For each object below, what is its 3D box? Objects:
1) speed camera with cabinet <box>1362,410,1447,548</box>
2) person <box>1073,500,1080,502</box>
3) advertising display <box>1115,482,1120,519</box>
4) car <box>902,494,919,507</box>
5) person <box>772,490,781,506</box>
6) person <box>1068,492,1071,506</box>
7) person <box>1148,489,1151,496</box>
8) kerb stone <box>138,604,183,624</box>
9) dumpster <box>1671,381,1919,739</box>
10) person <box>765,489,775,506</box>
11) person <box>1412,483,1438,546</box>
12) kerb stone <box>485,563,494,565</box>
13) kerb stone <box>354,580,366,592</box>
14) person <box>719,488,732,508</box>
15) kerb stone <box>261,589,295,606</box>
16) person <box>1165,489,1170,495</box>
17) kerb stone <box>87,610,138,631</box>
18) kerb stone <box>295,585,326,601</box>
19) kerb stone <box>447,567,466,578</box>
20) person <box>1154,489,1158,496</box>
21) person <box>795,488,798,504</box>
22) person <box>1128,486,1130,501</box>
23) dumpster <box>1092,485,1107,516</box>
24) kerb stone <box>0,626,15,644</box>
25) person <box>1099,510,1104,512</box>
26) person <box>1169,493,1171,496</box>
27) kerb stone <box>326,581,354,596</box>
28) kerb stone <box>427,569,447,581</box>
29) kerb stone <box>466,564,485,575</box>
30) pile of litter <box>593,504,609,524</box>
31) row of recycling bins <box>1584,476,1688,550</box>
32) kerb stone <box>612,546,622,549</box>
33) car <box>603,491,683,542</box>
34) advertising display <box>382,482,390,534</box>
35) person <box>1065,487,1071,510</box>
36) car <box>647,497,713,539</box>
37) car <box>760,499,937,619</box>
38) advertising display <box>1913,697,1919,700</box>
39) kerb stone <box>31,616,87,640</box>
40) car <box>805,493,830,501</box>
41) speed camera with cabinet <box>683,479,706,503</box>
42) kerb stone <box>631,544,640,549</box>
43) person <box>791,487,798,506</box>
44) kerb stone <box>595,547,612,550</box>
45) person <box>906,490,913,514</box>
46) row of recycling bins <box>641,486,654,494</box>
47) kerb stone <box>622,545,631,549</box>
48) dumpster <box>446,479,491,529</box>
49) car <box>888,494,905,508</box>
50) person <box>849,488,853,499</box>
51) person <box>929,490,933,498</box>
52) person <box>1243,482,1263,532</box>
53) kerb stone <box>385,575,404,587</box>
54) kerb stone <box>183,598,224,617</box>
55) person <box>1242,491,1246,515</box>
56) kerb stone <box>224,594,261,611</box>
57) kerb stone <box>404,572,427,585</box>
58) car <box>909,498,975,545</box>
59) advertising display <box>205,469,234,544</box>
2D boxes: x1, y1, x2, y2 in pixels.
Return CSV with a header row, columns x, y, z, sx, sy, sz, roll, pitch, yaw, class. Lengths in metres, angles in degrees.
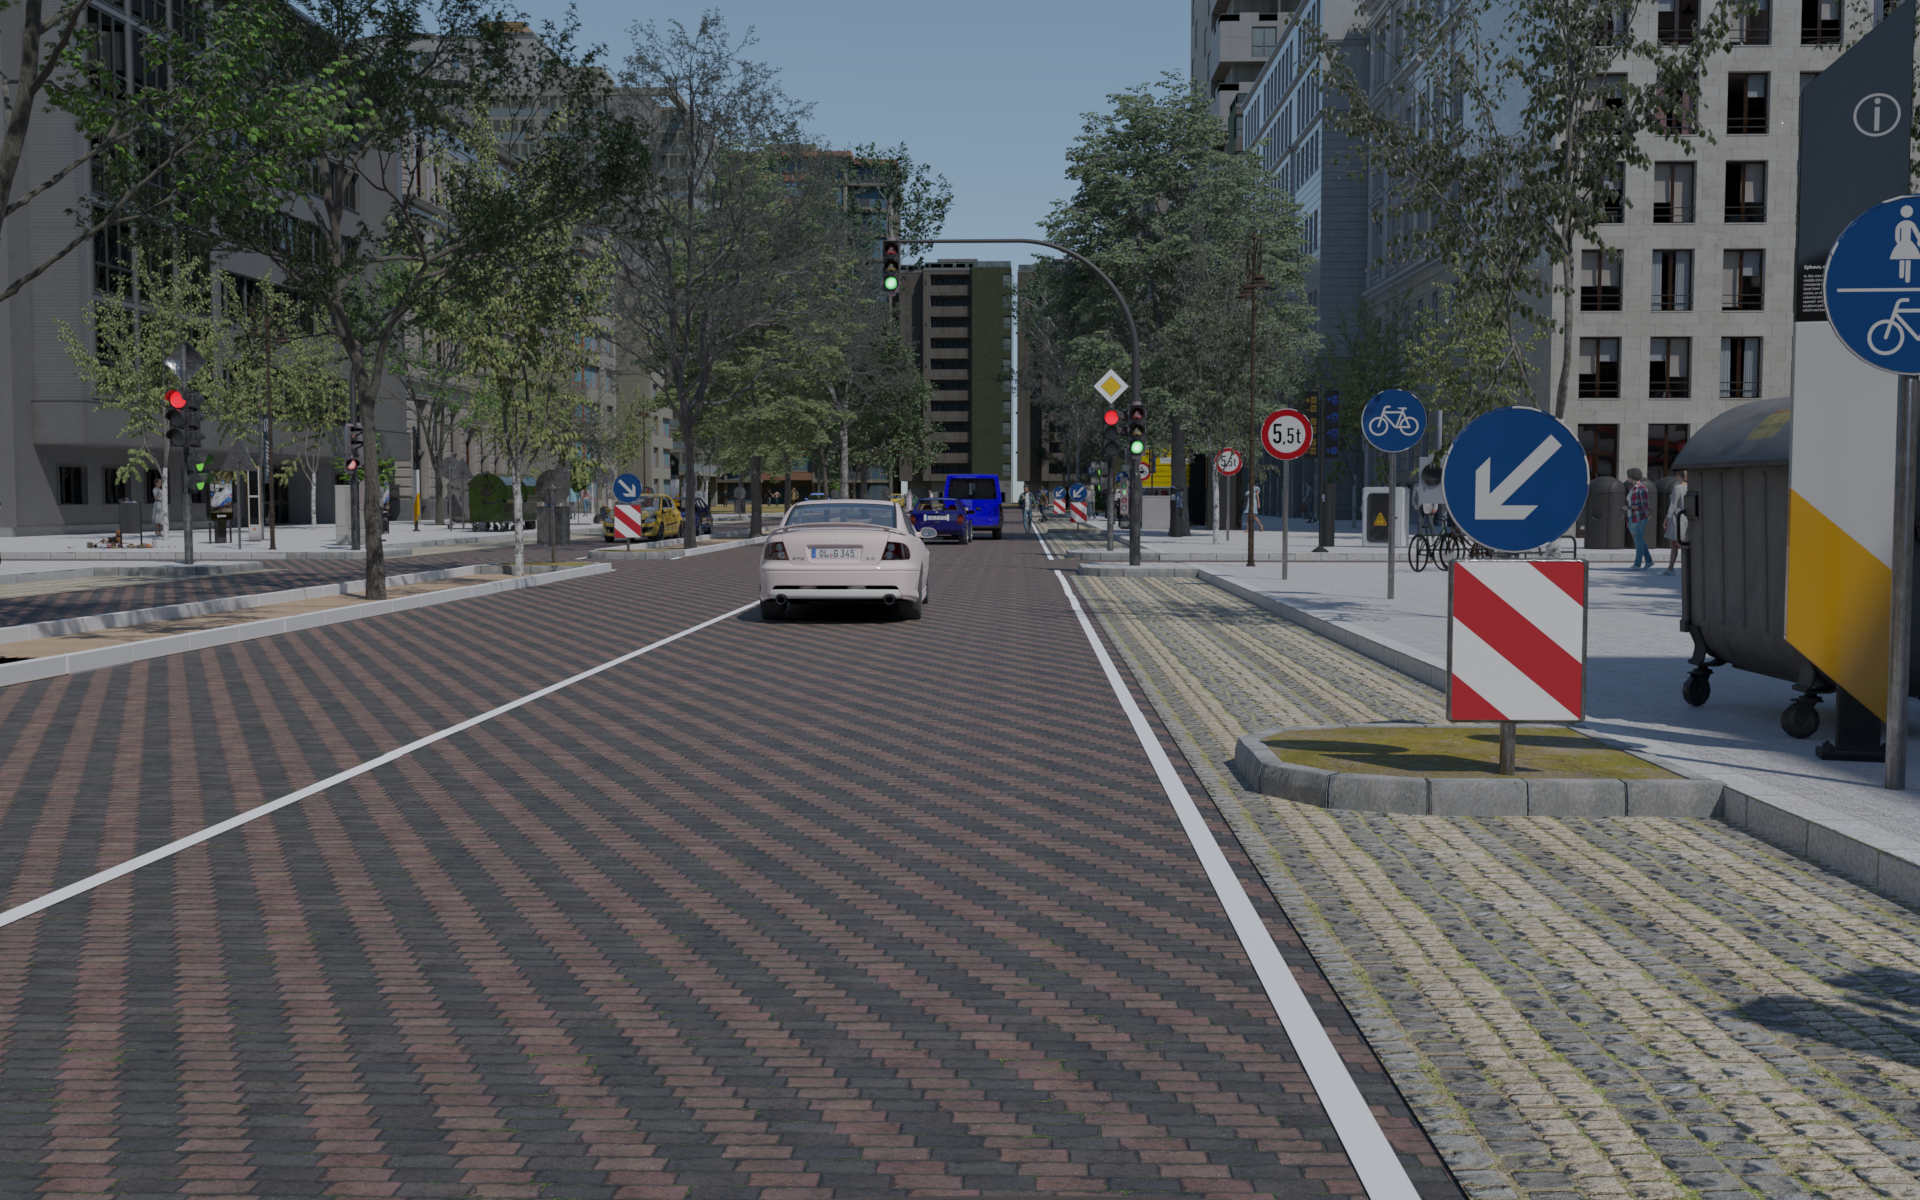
x,y,z,sx,sy,sz,roll,pitch,yaw,class
10.635,-2.862,41.137,2.038,3.252,0.660,2,4,33,speed camera with cabinet
7.442,-6.377,110.550,0.529,1.795,0.600,2,4,25,person
8.277,-5.176,89.840,0.974,1.923,0.123,-1,4,-23,advertising display
-5.449,-10.627,185.550,2.131,1.459,4.920,0,4,4,car
-19.183,-10.658,181.017,1.217,1.736,0.721,-3,5,-44,person
10.345,-9.888,168.425,1.217,1.736,0.721,-3,4,-38,person
16.834,-8.991,153.577,0.617,1.759,0.750,-3,4,-36,person
-9.055,0.171,19.441,0.120,0.150,1.000,0,4,2,kerb stone
4.939,-0.241,9.706,1.264,1.857,1.865,0,4,2,dumpster
-20.337,-10.927,184.714,1.348,1.822,0.705,3,4,39,person
11.578,-2.276,43.098,0.661,1.843,0.795,2,4,32,person
-8.656,-0.578,31.722,0.120,0.150,1.000,0,4,2,kerb stone
-8.856,-0.208,25.590,0.120,0.150,1.000,0,4,2,kerb stone
-21.942,-9.557,161.932,1.348,1.869,0.705,0,4,-7,person
-8.944,-0.015,22.516,0.120,0.150,1.000,0,4,2,kerb stone
18.749,-9.266,158.058,1.217,1.766,0.721,3,5,39,person
-9.082,0.231,18.419,0.120,0.150,1.000,0,4,2,kerb stone
-8.917,-0.079,23.539,0.120,0.150,1.000,0,4,2,kerb stone
-8.719,-0.452,29.677,0.120,0.150,1.000,0,4,2,kerb stone
20.825,-10.892,184.141,0.705,1.822,1.348,-1,4,-14,person
-14.726,-9.114,155.059,0.705,1.823,1.348,-2,4,-28,person
11.945,-7.170,123.140,0.709,1.838,0.599,-3,4,-36,person
8.395,-6.062,101.614,1.502,2.255,1.985,0,4,2,dumpster
-9.155,0.359,16.376,0.120,0.150,1.000,0,4,2,kerb stone
10.344,-7.338,126.706,1.217,1.739,0.721,2,4,26,person
19.222,-9.185,156.304,0.705,1.814,1.350,-2,4,-25,person
-8.879,-0.140,24.561,0.120,0.150,1.000,0,4,2,kerb stone
-8.750,-0.395,28.655,0.120,0.150,1.000,0,4,2,kerb stone
-8.684,-0.520,30.700,0.120,0.150,1.000,0,4,2,kerb stone
-15.173,-3.733,75.005,1.719,0.858,1.176,-3,5,-43,pile of litter
16.298,-2.056,40.731,3.534,1.692,1.069,-1,4,-20,row of recycling bins
-8.336,-1.180,41.486,0.120,0.150,1.000,0,4,2,kerb stone
-9.588,-2.583,52.459,2.015,1.641,3.980,0,4,4,car
-18.480,-3.077,55.516,0.123,1.923,0.974,0,3,0,advertising display
8.767,-8.315,141.626,0.705,1.869,1.348,1,4,18,person
-9.155,-2.696,56.658,1.945,1.354,3.894,0,4,0,car
-1.341,-0.539,21.179,2.083,1.381,4.827,0,4,1,car
6.069,-0.348,10.897,0.123,1.923,0.974,1,4,14,advertising display
-9.121,0.293,17.398,0.120,0.150,1.000,0,4,2,kerb stone
-10.757,-7.438,131.204,1.945,1.707,3.694,0,4,3,car
-14.542,-6.155,94.968,0.660,3.252,2.038,1,4,13,speed camera with cabinet
-8.268,-1.305,43.533,0.120,0.150,1.000,0,4,2,kerb stone
-12.973,-7.892,135.172,0.705,1.812,1.348,1,4,11,person
-8.369,-1.117,40.462,0.120,0.150,1.000,0,4,2,kerb stone
-3.639,-7.031,124.133,0.551,1.740,0.621,0,4,8,person
-16.994,-5.196,92.059,1.069,1.692,3.534,0,4,1,row of recycling bins
-8.305,-1.243,42.512,0.120,0.150,1.000,0,4,2,kerb stone
-17.995,-3.530,63.471,1.264,1.857,1.865,0,4,2,dumpster
-6.711,-10.382,179.962,2.015,1.641,3.980,0,4,3,car
-11.092,-10.458,176.656,0.705,1.869,1.348,0,4,7,person
-2.263,-7.461,131.427,0.436,1.711,0.756,1,4,12,person
9.751,-3.161,57.818,0.778,1.811,0.616,-2,4,-31,person
-8.819,-0.268,26.612,0.120,0.150,1.000,0,4,2,kerb stone
-9.016,0.107,20.462,0.120,0.150,1.000,0,4,2,kerb stone
16.998,-6.004,104.796,0.593,1.750,0.643,-3,4,-36,person
-8.985,0.043,21.494,0.120,0.150,1.000,0,4,2,kerb stone
-8.783,-0.333,27.634,0.120,0.150,1.000,0,4,2,kerb stone
-0.558,-2.307,50.304,1.945,1.354,3.894,0,4,3,car
-19.227,-2.433,44.990,0.123,1.923,0.974,1,4,12,advertising display
